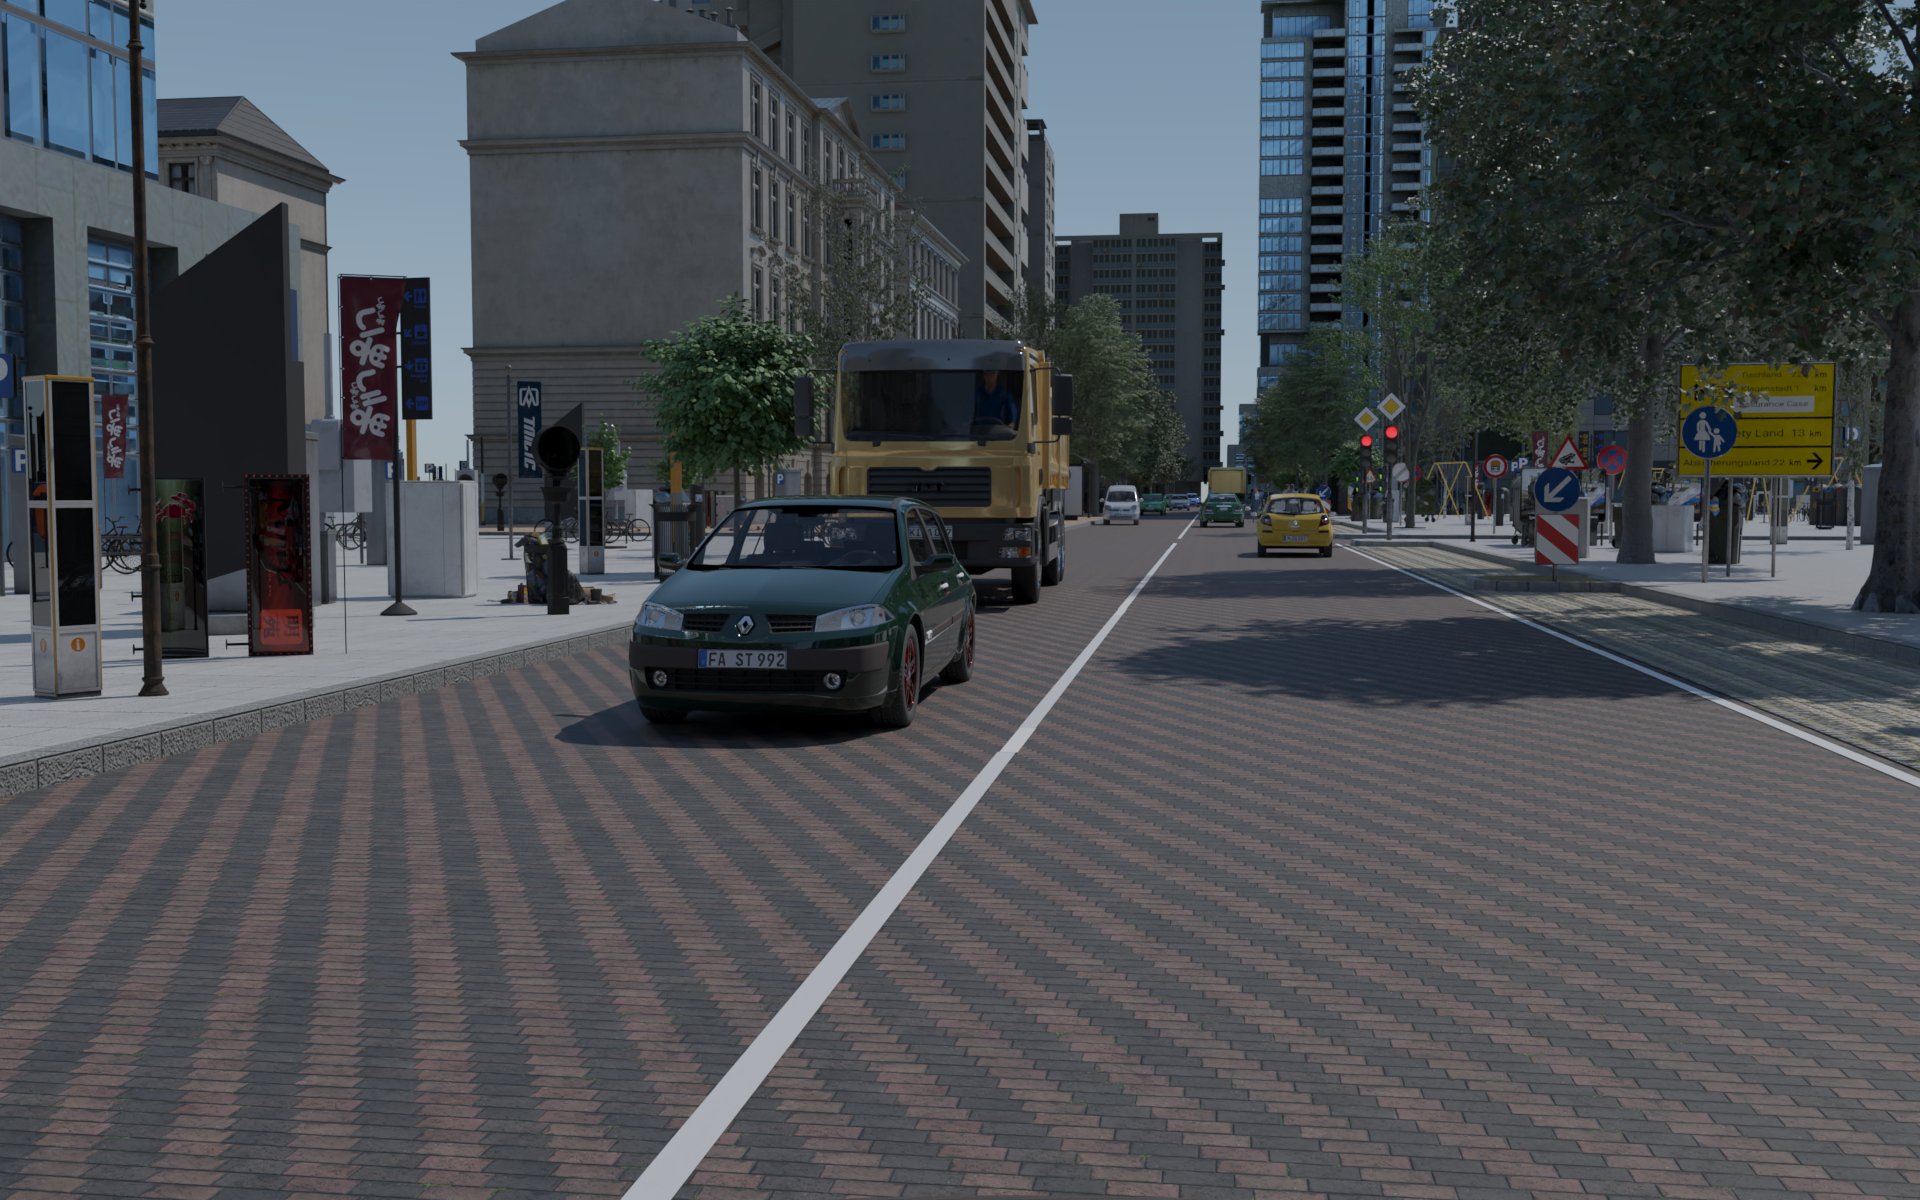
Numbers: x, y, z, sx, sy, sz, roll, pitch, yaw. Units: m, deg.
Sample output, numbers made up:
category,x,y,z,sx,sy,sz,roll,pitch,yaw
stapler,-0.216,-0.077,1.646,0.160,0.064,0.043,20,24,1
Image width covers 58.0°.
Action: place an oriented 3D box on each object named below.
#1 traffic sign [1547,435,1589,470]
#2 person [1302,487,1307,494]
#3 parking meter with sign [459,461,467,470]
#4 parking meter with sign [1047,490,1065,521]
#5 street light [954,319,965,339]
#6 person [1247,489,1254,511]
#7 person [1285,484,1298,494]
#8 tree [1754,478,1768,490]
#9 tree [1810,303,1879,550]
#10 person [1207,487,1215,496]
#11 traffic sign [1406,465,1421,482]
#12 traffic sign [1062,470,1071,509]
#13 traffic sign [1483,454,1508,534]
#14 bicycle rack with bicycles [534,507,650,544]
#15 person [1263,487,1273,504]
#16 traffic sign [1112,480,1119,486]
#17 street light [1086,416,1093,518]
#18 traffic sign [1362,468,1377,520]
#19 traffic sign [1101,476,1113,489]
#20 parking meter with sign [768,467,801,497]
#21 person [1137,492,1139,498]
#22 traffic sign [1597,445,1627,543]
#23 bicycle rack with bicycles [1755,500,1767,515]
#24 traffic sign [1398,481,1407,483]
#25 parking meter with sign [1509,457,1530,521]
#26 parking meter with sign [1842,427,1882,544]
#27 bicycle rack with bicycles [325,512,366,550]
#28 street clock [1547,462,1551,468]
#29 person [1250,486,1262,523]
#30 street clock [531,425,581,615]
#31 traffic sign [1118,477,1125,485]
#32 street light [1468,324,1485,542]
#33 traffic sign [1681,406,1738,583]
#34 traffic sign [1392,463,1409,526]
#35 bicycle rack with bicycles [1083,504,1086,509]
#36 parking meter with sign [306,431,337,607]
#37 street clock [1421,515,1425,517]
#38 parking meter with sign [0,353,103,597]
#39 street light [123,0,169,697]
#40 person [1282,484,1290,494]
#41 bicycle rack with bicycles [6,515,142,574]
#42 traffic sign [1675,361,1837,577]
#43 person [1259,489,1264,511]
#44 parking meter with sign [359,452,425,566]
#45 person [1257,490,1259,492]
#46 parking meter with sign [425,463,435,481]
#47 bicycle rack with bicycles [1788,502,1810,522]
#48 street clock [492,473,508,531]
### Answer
category,x,y,z,sx,sy,sz,roll,pitch,yaw
traffic sign,13.330,-2.325,38.017,0.884,2.594,0.081,1,4,16
person,19.731,-5.557,99.129,0.755,1.850,0.659,1,4,19
parking meter with sign,-25.098,-5.726,89.887,1.738,3.016,0.543,2,4,23
parking meter with sign,4.411,-5.275,82.512,0.543,3.016,1.738,3,5,45
street light,-0.014,-4.474,45.945,0.468,5.910,1.993,1,4,8
person,25.007,-8.582,148.439,0.705,1.869,1.348,3,4,38
person,12.711,-3.520,66.149,0.694,1.812,0.767,1,4,16
tree,46.288,-9.018,97.801,4.737,8.622,4.395,0,3,0
tree,20.222,-5.458,39.594,4.360,8.622,3.978,0,3,0
person,14.821,-5.749,102.355,0.638,1.841,0.748,-1,4,-18
traffic sign,19.352,-4.532,74.209,0.768,2.556,0.104,1,4,11
traffic sign,4.816,-4.949,81.028,0.768,2.556,0.104,1,4,11
traffic sign,17.232,-3.406,55.798,0.768,2.556,0.104,1,4,16
bicycle rack with bicycles,-9.723,-1.965,45.504,2.925,0.926,2.852,0,4,-4
person,20.343,-6.510,114.304,0.648,1.900,0.474,-2,4,-35
traffic sign,11.133,-7.649,125.063,0.884,2.594,0.081,1,4,10
street light,6.887,-7.320,92.475,0.468,5.910,1.993,1,4,8
traffic sign,20.360,-5.265,86.087,0.884,2.594,0.081,1,4,16
traffic sign,10.274,-7.418,121.283,0.884,2.594,0.081,1,4,12
parking meter with sign,-4.846,-3.234,49.142,0.543,3.016,1.738,3,4,37
person,21.934,-12.462,212.966,1.217,1.736,0.721,-1,4,-18
traffic sign,16.935,-2.747,45.012,0.768,2.556,0.104,1,4,14
bicycle rack with bicycles,47.976,-5.626,105.361,2.925,0.926,2.852,-2,4,-33
traffic sign,20.728,-5.026,82.184,0.884,2.594,0.081,1,4,13
parking meter with sign,26.374,-5.229,81.761,0.543,3.016,1.738,2,4,31
parking meter with sign,23.378,-2.925,44.091,0.543,3.016,1.738,-2,4,-25
bicycle rack with bicycles,-13.629,-1.641,40.206,2.925,0.926,2.852,-1,4,-10
street clock,13.590,-2.145,39.637,0.358,2.002,0.471,3,4,36
person,14.895,-4.811,87.191,0.581,1.822,0.654,1,4,11
street clock,-4.283,-0.846,18.407,0.471,2.002,0.358,-2,4,-30
traffic sign,12.093,-8.002,130.938,0.768,2.556,0.104,1,4,9
street light,13.758,-4.497,46.307,0.468,5.910,1.993,1,4,8
traffic sign,10.769,-1.521,24.974,0.768,2.556,0.104,1,4,9
traffic sign,17.867,-4.285,70.160,0.768,2.556,0.104,1,4,14
bicycle rack with bicycles,6.880,-6.009,111.632,2.852,0.926,2.925,-2,4,-34
parking meter with sign,-7.493,-1.421,19.492,0.543,3.016,1.738,0,4,-4
street clock,25.993,-5.663,97.154,0.471,2.002,0.358,2,4,23
parking meter with sign,-11.863,-1.599,22.413,0.543,3.016,1.738,1,4,9
street light,-5.144,-2.329,10.869,0.468,5.910,1.993,1,4,8
person,13.588,-3.940,72.768,0.795,1.843,0.661,1,4,21
bicycle rack with bicycles,-13.985,-0.907,28.212,2.925,0.926,2.852,-1,4,-10
traffic sign,12.227,-2.007,26.680,2.265,3.308,0.079,1,4,13
person,26.040,-8.669,150.110,0.599,1.838,0.709,2,4,32
parking meter with sign,-10.392,-2.136,31.192,1.738,3.016,0.543,3,5,43
person,26.168,-8.794,152.288,0.705,1.822,1.348,1,4,19
parking meter with sign,-30.329,-6.302,99.303,0.543,3.016,1.738,-1,4,-13
bicycle rack with bicycles,39.967,-4.140,81.064,2.852,0.926,2.925,1,4,22
street clock,-15.870,-3.377,59.779,0.471,2.002,0.358,-3,4,-38
